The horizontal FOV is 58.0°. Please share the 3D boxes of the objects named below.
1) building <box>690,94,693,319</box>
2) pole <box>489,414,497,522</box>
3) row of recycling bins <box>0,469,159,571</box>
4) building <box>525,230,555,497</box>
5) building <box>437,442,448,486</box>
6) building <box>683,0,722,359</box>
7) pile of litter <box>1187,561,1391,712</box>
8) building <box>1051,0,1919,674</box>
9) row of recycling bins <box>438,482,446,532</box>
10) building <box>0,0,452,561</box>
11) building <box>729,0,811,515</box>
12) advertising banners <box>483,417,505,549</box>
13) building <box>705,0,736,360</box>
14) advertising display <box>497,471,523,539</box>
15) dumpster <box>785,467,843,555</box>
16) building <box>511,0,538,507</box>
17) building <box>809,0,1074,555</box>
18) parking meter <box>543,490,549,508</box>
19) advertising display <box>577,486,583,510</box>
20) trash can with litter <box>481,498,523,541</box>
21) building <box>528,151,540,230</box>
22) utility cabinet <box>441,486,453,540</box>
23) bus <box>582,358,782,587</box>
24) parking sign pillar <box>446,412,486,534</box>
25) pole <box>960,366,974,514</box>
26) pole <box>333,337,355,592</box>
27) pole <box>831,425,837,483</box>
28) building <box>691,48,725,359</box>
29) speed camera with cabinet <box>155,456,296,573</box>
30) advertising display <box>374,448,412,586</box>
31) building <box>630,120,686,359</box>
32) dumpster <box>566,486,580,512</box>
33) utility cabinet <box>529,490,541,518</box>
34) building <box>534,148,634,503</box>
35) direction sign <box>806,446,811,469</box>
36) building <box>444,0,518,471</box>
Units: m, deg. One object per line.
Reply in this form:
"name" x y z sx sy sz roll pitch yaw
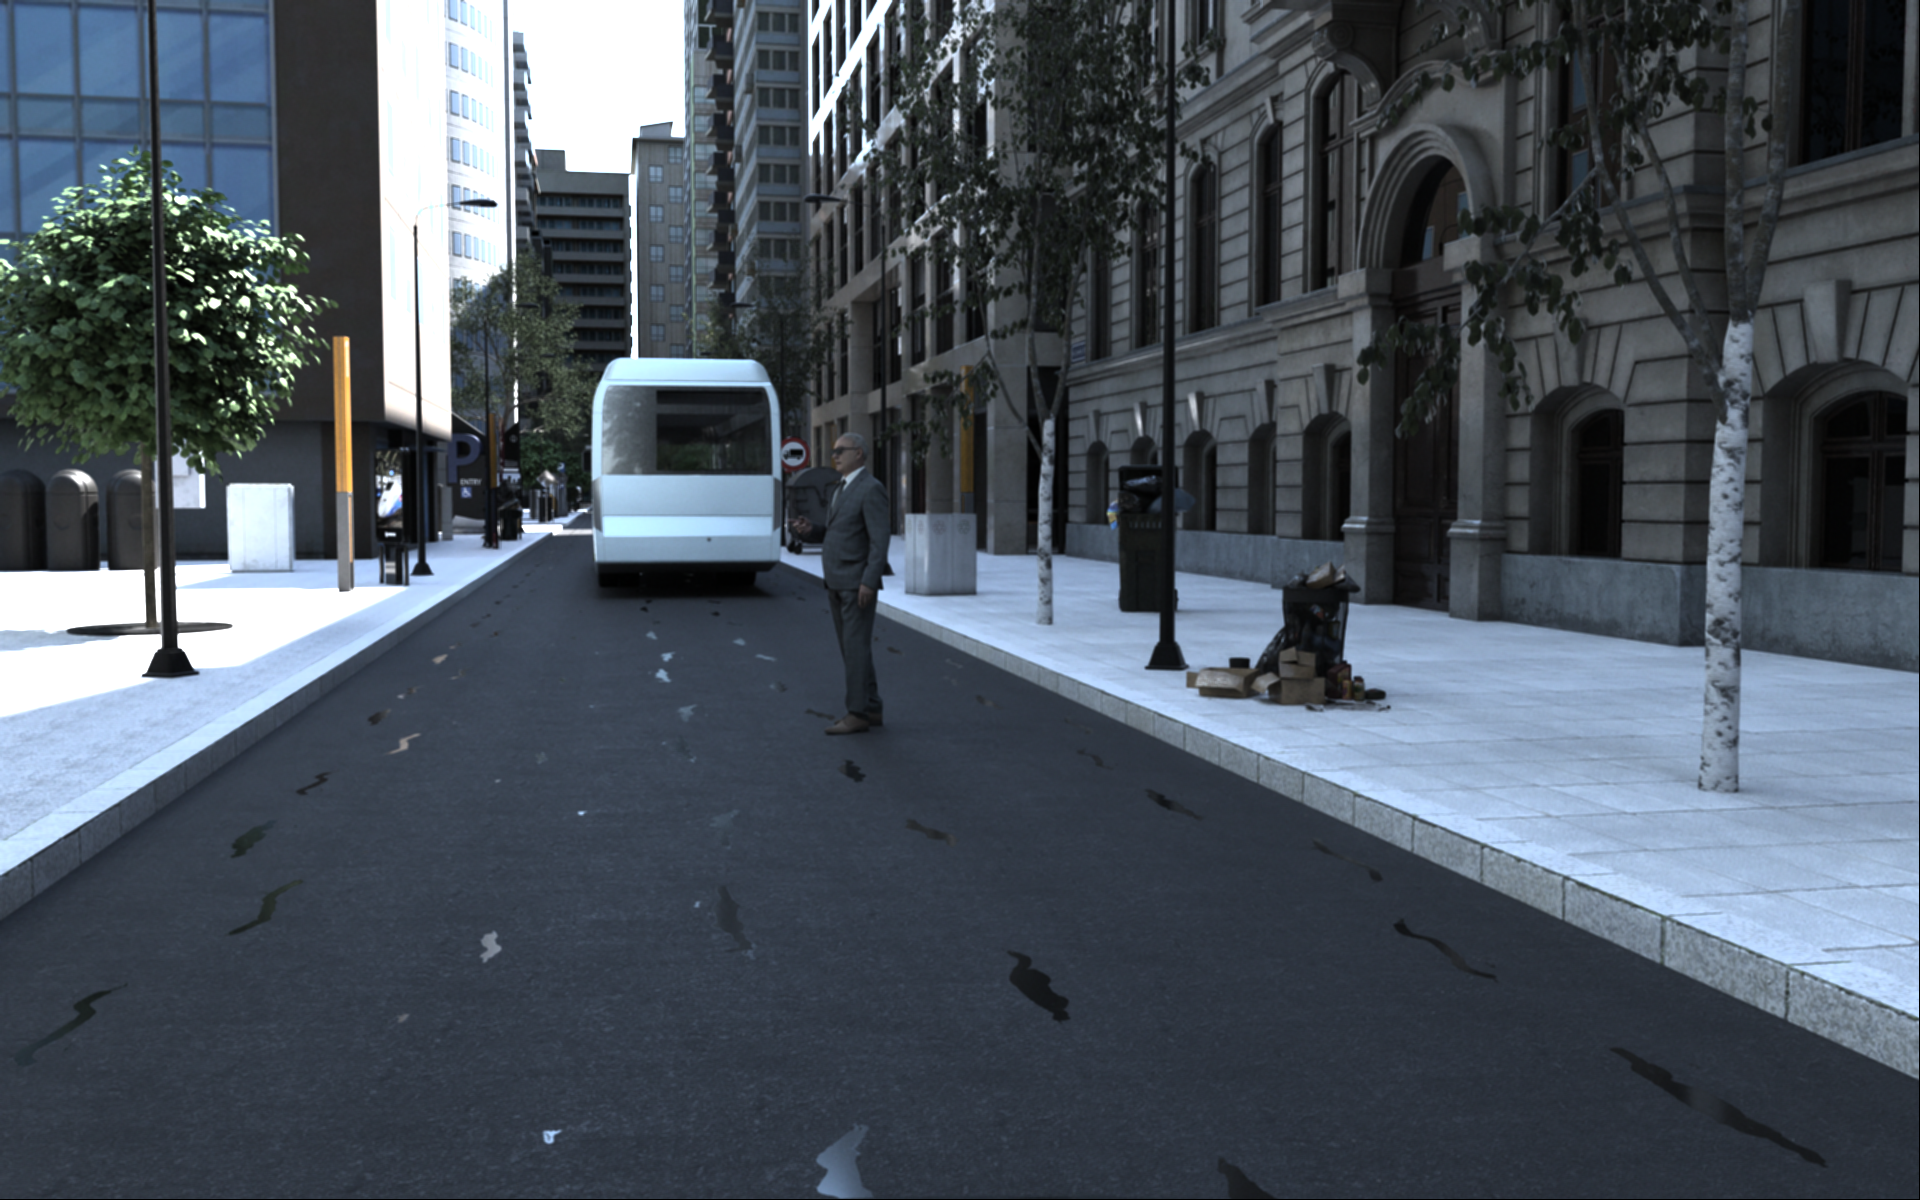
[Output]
"building" -20.256 -32.300 178.208 14.600 45.320 14.200 -1 4 -11
"pole" -11.858 -3.066 43.973 0.158 3.312 0.155 0 3 0
"row of recycling bins" -15.342 -1.349 29.170 3.534 1.692 1.069 0 4 -4
"building" -51.110 -25.372 186.526 14.160 30.474 14.107 -1 4 -11
"building" -34.996 -39.607 85.824 20.563 71.187 20.611 -1 4 -11
"building" -25.737 -47.546 215.622 20.563 71.187 20.611 -1 4 -11
"pile of litter" 2.062 0.182 10.982 1.176 0.858 1.719 0 4 -5
"building" 10.559 -12.250 19.375 14.460 24.649 34.723 -1 4 -11
"row of recycling bins" -18.940 -3.134 58.355 3.534 1.692 1.069 0 4 7
"building" -19.300 -23.720 37.932 14.600 45.320 14.200 -1 4 -11
"building" -0.865 -25.043 101.342 23.993 40.220 32.217 -1 4 -11
"advertising banners" -10.904 -2.713 40.541 0.090 3.025 2.074 -2 4 -28
"building" -8.310 -29.392 135.191 22.147 44.769 28.867 -1 4 -11
"advertising display" -12.811 -2.665 48.787 0.974 1.923 0.123 -3 4 -36
"dumpster" -3.064 -1.932 37.350 1.264 1.857 1.865 -1 4 -11
"building" -51.720 -33.233 162.974 23.786 49.044 30.456 -1 4 -11
"building" 6.788 -15.261 54.028 19.350 26.468 34.151 -1 4 -11
"parking meter" -22.967 -5.358 96.020 0.372 1.533 0.369 0 3 0
"advertising display" -30.826 -8.221 139.630 0.974 1.923 0.123 2 4 28
"trash can with litter" -12.596 -2.217 47.628 1.055 1.170 0.624 -3 5 -42
"building" -63.686 -33.847 208.023 28.867 44.769 22.147 -1 4 -11
"utility cabinet" -14.350 -2.434 48.474 0.318 1.500 1.173 -1 4 -17
"bus" -5.081 -2.154 30.079 2.948 3.499 13.247 -1 4 -12
"parking sign pillar" -15.841 -4.116 55.768 1.447 3.967 1.447 0 4 5
"pole" 0.113 -2.066 27.628 0.158 3.312 0.155 0 3 0
"pole" -8.029 -1.757 22.567 0.158 3.312 0.155 0 3 0
"pole" -3.712 -3.497 51.021 0.158 3.312 0.155 0 3 0
"building" -18.292 -29.379 163.938 14.154 41.232 14.086 -1 4 -11
"speed camera with cabinet" -12.004 -2.078 28.311 2.038 3.252 0.660 -1 4 -16
"advertising display" -8.021 -1.179 24.496 0.123 1.923 0.974 -3 5 -41
"building" -34.028 -40.647 253.813 27.495 52.752 28.713 -1 4 -11
"dumpster" -28.750 -7.634 127.305 1.502 2.255 1.985 -1 4 -11
"utility cabinet" -22.403 -5.062 91.447 0.318 1.500 1.173 -2 4 -33
"building" -57.363 -38.029 245.467 21.600 48.544 21.300 -1 4 -11
"direction sign" -7.101 -5.524 82.308 0.379 3.537 0.876 1 4 20
"building" -42.242 -35.280 118.826 21.231 58.520 28.212 -1 4 -11
